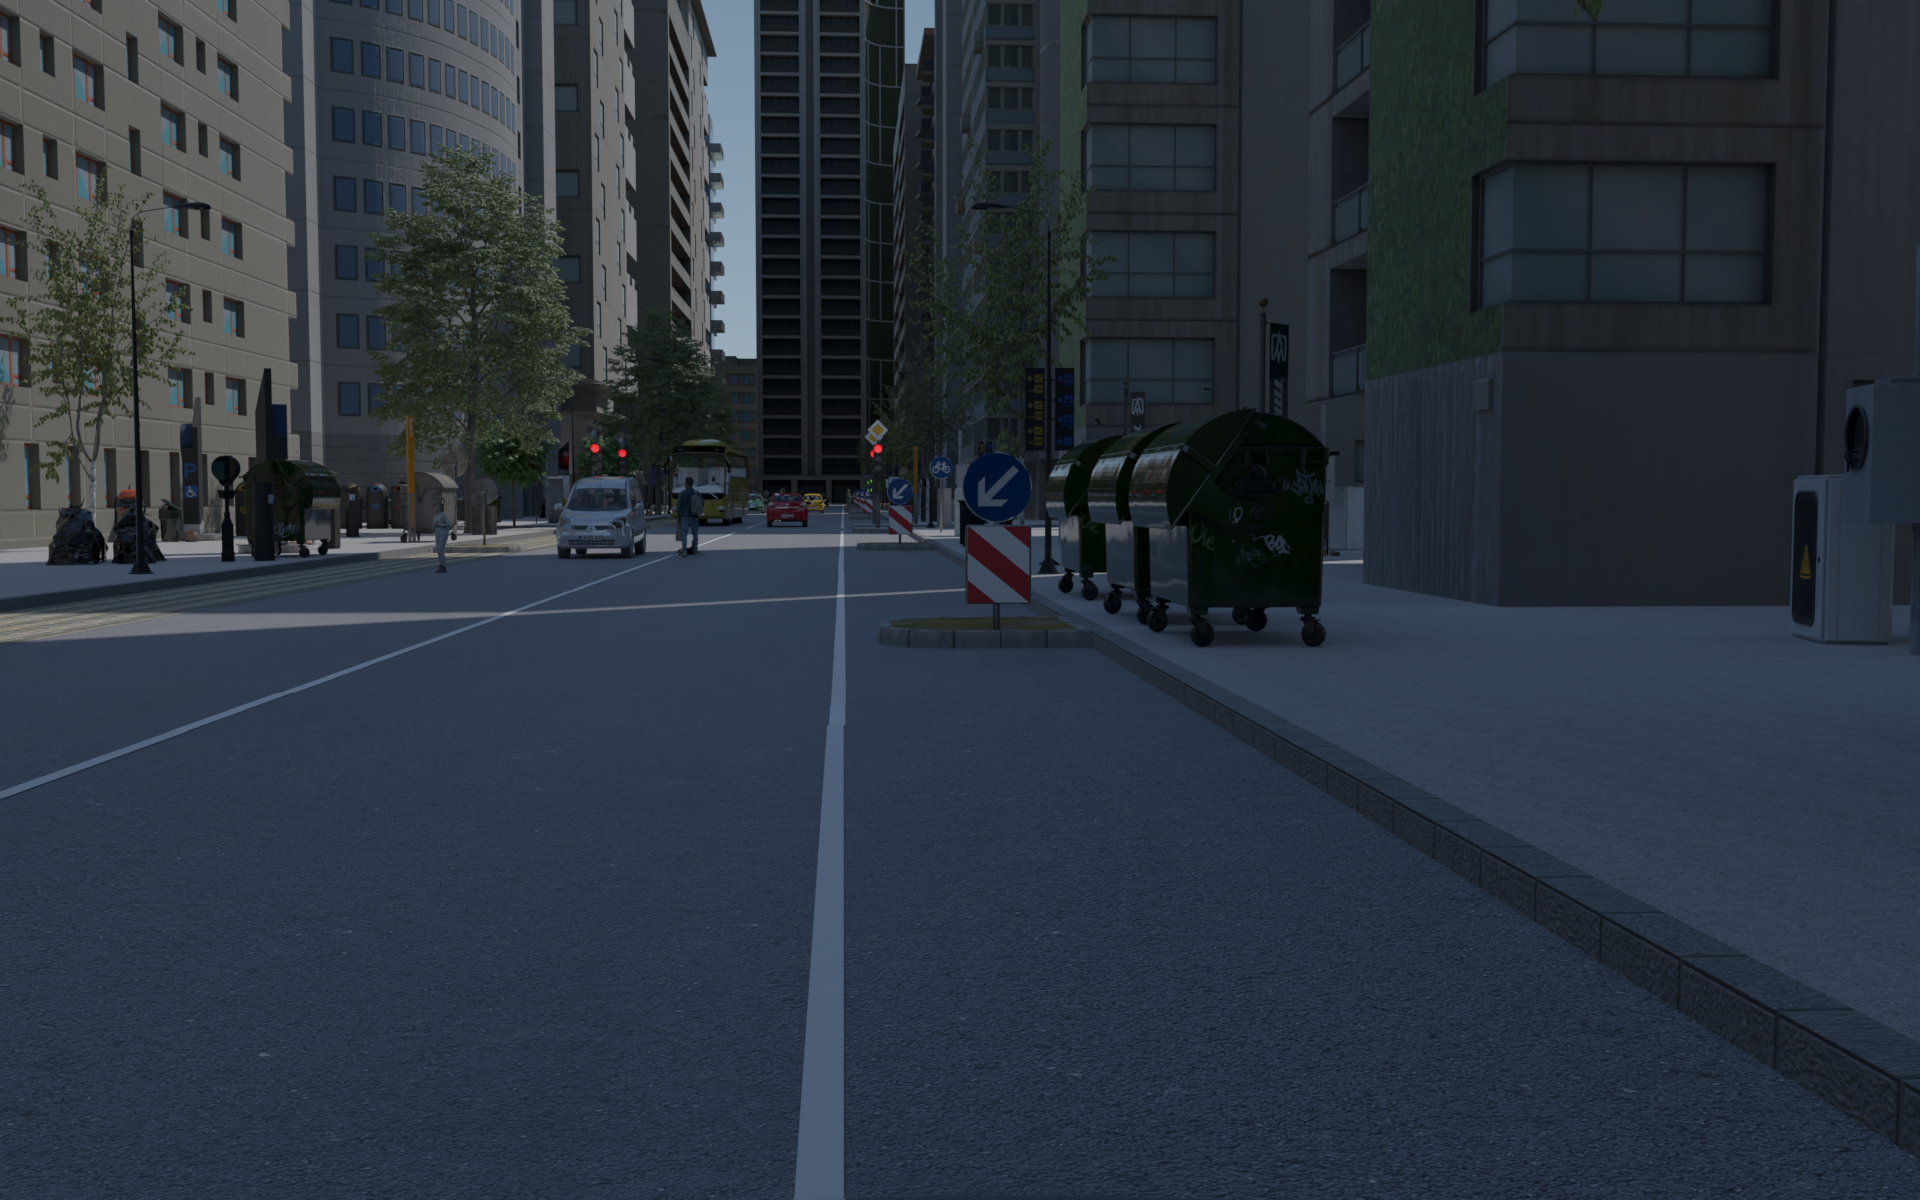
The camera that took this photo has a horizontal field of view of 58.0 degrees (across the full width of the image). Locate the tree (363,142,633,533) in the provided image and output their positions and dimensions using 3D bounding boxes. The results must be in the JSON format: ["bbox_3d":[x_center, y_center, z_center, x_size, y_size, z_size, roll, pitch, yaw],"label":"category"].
[{"bbox_3d":[-15.698,-8.468,56.574,7.486,12.596,7.792,0,3,0],"label":"tree"}]

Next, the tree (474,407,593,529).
[{"bbox_3d":[-16.681,-4.972,65.001,4.285,4.588,4.351,0,3,0],"label":"tree"}]

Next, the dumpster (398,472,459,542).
[{"bbox_3d":[-14.347,-2.505,46.722,1.264,1.857,1.865,0,4,-4],"label":"dumpster"}]

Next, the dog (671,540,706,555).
[{"bbox_3d":[-6.384,-1.254,40.695,0.748,0.427,0.550,3,5,42],"label":"dog"}]

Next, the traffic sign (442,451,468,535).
[{"bbox_3d":[-14.883,-3.115,51.030,0.768,2.556,0.104,0,4,2],"label":"traffic sign"}]

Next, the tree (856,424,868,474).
[{"bbox_3d":[-2.274,-8.555,90.239,4.737,8.622,4.395,0,3,0],"label":"tree"}]

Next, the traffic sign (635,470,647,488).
[{"bbox_3d":[-17.496,-5.785,94.590,0.884,2.594,0.081,0,4,3],"label":"traffic sign"}]

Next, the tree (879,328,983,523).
[{"bbox_3d":[-1.219,-7.786,77.662,4.360,8.622,3.978,0,3,0],"label":"tree"}]

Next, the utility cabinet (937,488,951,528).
[{"bbox_3d":[-0.606,-3.465,65.330,0.318,1.500,1.173,-1,4,-13],"label":"utility cabinet"}]

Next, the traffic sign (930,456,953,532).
[{"bbox_3d":[-0.628,-3.528,57.784,0.768,2.556,0.104,0,4,4],"label":"traffic sign"}]

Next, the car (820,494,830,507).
[{"bbox_3d":[-16.074,-11.680,200.752,2.009,1.686,4.222,0,4,-3],"label":"car"}]

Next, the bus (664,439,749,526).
[{"bbox_3d":[-11.699,-5.505,81.549,2.896,3.916,12.252,0,4,-2],"label":"bus"}]

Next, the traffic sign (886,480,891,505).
[{"bbox_3d":[-4.842,-7.221,120.187,0.606,2.300,0.079,0,4,5],"label":"traffic sign"}]

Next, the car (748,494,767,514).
[{"bbox_3d":[-15.194,-7.055,127.153,2.131,1.459,4.920,0,4,-5],"label":"car"}]

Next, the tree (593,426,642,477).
[{"bbox_3d":[-16.949,-6.081,83.138,4.285,4.588,4.351,0,3,0],"label":"tree"}]

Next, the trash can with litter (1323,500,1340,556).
[{"bbox_3d":[7.002,-1.524,35.982,2.233,1.210,1.678,-1,4,-13],"label":"trash can with litter"}]

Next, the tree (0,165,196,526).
[{"bbox_3d":[-19.805,-5.455,39.548,4.737,8.622,4.395,0,3,0],"label":"tree"}]

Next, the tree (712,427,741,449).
[{"bbox_3d":[-22.066,-12.703,158.057,4.737,8.622,4.395,0,3,0],"label":"tree"}]

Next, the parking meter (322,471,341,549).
[{"bbox_3d":[-14.709,-2.128,40.496,0.399,1.863,0.255,1,4,9],"label":"parking meter"}]

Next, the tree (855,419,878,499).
[{"bbox_3d":[-7.406,-12.948,162.065,4.360,8.622,3.978,0,3,0],"label":"tree"}]

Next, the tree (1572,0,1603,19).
[{"bbox_3d":[3.173,-3.363,5.350,4.737,8.622,4.395,0,3,0],"label":"tree"}]

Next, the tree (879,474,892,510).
[{"bbox_3d":[-5.328,-9.072,142.925,1.663,3.219,1.824,0,3,0],"label":"tree"}]

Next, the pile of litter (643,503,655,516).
[{"bbox_3d":[-18.561,-5.383,101.982,1.176,0.858,1.719,3,4,36],"label":"pile of litter"}]

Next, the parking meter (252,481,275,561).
[{"bbox_3d":[-13.361,-1.519,33.240,0.372,1.533,0.369,0,3,0],"label":"parking meter"}]

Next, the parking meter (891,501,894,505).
[{"bbox_3d":[-4.260,-6.565,113.054,0.399,1.863,0.255,-1,4,-21],"label":"parking meter"}]

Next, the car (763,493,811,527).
[{"bbox_3d":[-7.628,-4.123,76.443,2.155,1.783,4.494,0,4,-6],"label":"car"}]

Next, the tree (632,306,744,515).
[{"bbox_3d":[-17.874,-11.413,104.735,7.486,12.596,7.792,0,3,0],"label":"tree"}]

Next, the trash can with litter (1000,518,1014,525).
[{"bbox_3d":[1.273,-1.991,43.944,0.624,1.170,1.055,-3,4,-36],"label":"trash can with litter"}]

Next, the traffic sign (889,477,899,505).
[{"bbox_3d":[-3.950,-6.210,103.659,0.606,2.300,0.079,0,4,2],"label":"traffic sign"}]

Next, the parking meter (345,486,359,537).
[{"bbox_3d":[-18.137,-2.646,51.678,0.372,1.533,0.369,0,3,0],"label":"parking meter"}]

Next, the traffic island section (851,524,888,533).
[{"bbox_3d":[-3.075,-2.642,65.485,2.009,0.180,2.903,0,4,-4],"label":"traffic island section"}]

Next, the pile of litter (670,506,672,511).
[{"bbox_3d":[-23.900,-7.907,143.238,1.719,0.858,1.176,0,4,3],"label":"pile of litter"}]

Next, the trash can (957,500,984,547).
[{"bbox_3d":[0.293,-1.860,42.072,0.748,1.137,0.748,0,3,0],"label":"trash can"}]

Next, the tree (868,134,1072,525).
[{"bbox_3d":[0.992,-5.168,34.865,4.737,8.622,4.395,0,3,0],"label":"tree"}]

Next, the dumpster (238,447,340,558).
[{"bbox_3d":[-13.720,-2.016,35.452,1.502,2.255,1.985,0,4,-4],"label":"dumpster"}]

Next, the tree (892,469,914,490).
[{"bbox_3d":[-3.949,-8.496,133.518,1.663,3.219,1.824,0,3,0],"label":"tree"}]

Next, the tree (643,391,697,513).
[{"bbox_3d":[-19.336,-10.049,114.662,4.737,8.622,4.395,0,3,0],"label":"tree"}]

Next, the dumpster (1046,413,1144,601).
[{"bbox_3d":[1.920,-1.167,21.579,1.502,2.255,1.985,0,4,-4],"label":"dumpster"}]

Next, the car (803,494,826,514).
[{"bbox_3d":[-10.888,-7.192,127.808,2.015,1.641,3.980,0,4,-5],"label":"car"}]

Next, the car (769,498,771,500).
[{"bbox_3d":[-17.184,-9.475,165.146,2.015,1.641,3.980,0,4,-3],"label":"car"}]

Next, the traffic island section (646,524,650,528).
[{"bbox_3d":[-14.130,-3.087,72.751,2.009,0.180,2.903,0,4,-4],"label":"traffic island section"}]
